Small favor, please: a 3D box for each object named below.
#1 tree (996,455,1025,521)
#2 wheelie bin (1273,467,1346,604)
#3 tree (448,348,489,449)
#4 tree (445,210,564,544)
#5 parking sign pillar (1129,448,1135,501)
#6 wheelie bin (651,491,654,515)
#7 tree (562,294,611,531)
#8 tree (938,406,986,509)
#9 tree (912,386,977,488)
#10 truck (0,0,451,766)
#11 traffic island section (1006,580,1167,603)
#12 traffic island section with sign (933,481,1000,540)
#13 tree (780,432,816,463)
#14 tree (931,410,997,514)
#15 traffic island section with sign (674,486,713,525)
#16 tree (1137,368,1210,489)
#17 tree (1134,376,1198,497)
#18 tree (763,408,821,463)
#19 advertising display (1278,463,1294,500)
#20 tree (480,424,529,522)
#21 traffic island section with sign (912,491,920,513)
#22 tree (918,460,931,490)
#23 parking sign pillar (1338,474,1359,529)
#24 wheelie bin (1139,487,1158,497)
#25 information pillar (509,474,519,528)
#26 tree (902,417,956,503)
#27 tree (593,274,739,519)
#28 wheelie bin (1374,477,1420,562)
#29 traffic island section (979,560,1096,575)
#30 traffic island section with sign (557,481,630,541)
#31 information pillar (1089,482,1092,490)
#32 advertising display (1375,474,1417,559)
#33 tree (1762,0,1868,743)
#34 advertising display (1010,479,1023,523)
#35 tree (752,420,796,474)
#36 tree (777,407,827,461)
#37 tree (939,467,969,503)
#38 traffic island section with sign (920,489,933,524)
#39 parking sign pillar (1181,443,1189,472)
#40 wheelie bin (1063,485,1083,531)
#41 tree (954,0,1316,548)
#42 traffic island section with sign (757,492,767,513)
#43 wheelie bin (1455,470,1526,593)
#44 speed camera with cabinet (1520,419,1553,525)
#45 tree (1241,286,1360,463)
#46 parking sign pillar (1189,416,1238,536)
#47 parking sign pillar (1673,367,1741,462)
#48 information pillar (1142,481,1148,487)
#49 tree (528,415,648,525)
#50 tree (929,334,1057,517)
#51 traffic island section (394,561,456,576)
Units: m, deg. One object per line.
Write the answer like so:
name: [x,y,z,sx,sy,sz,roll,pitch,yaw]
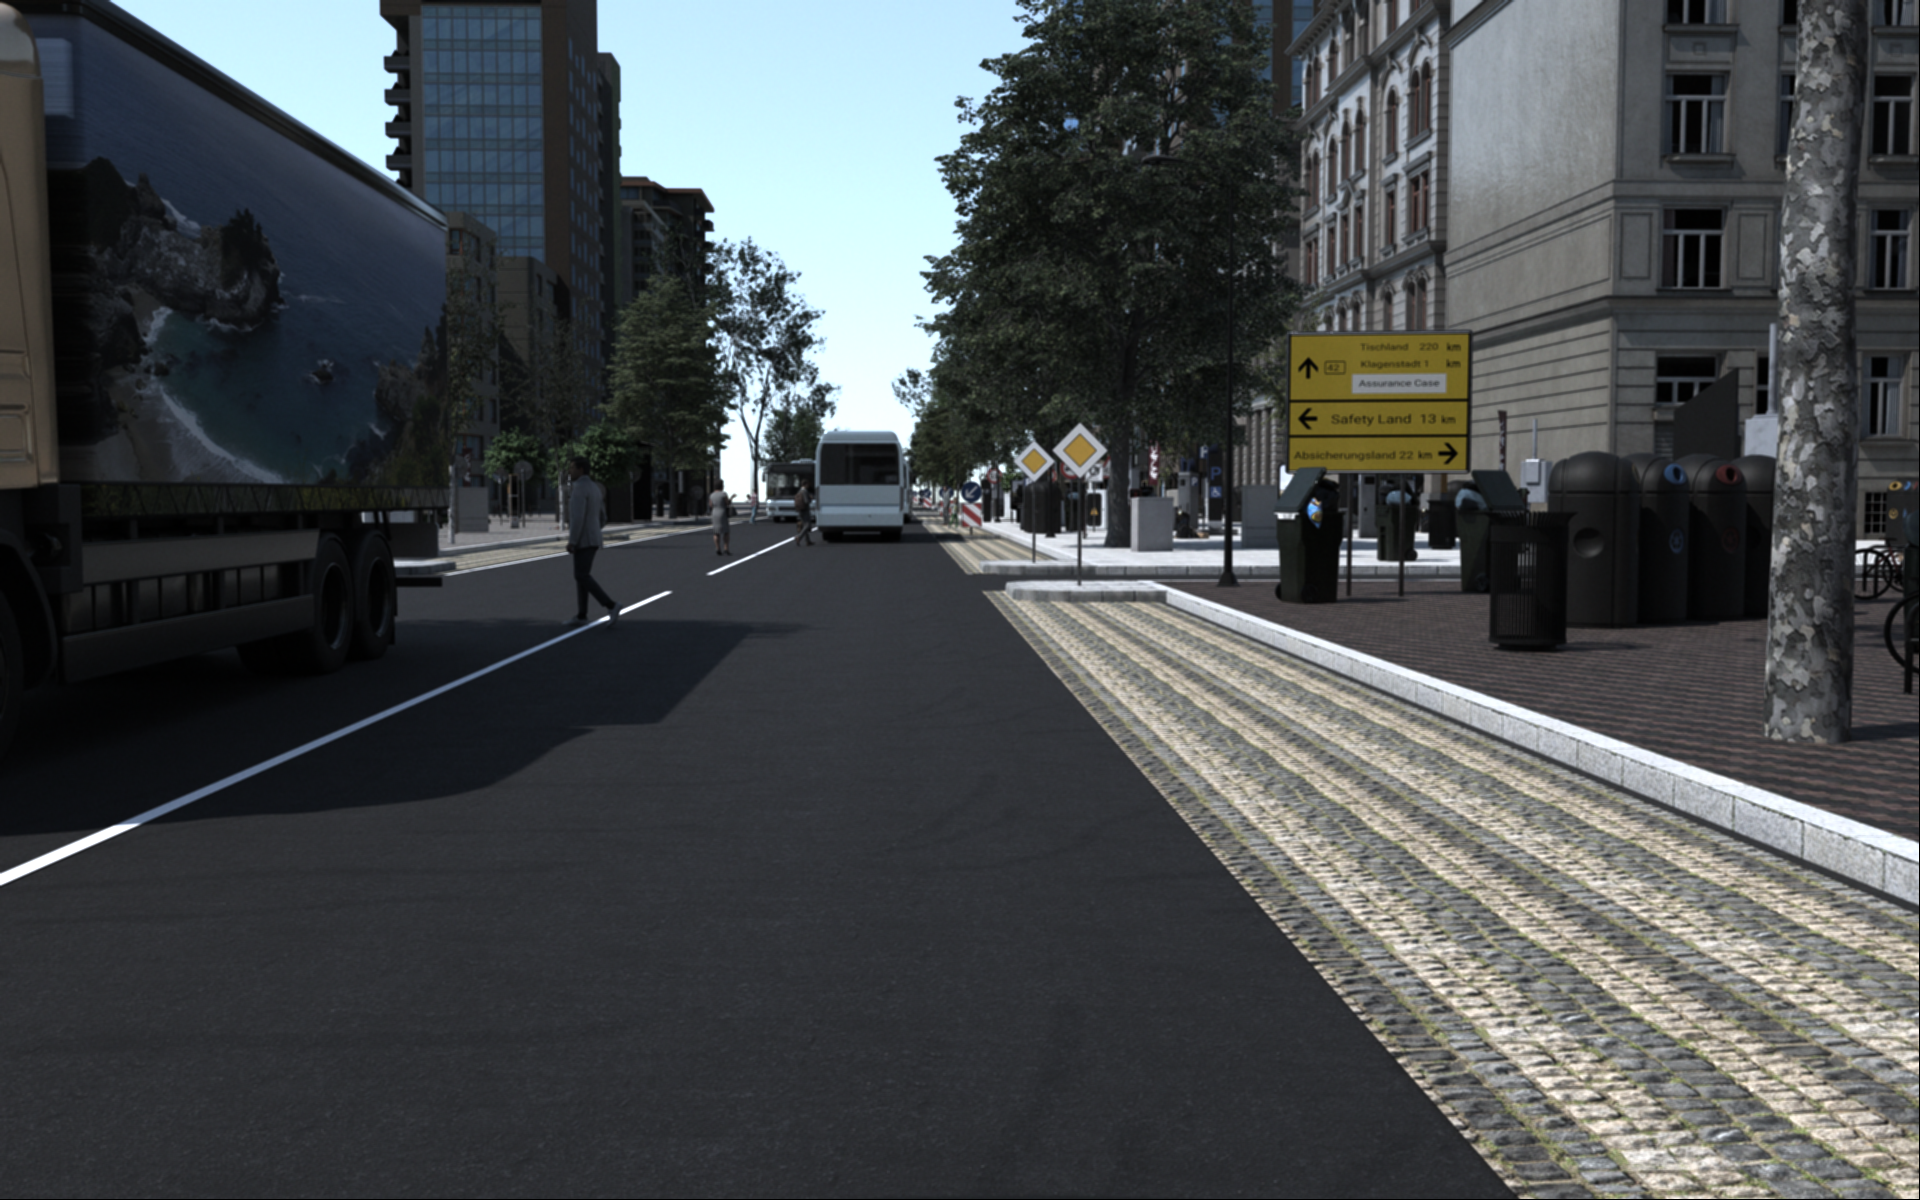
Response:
tree: [2.440,-5.385,82.653,1.663,3.219,1.824,0,3,0]
wheelie bin: [4.141,-0.772,20.524,0.693,1.594,0.980,-1,4,-18]
tree: [-25.183,-8.197,84.387,4.737,8.622,4.395,0,3,0]
tree: [-13.344,-5.760,44.541,4.360,8.622,3.978,0,3,0]
parking sign pillar: [8.954,-6.527,95.182,1.447,3.967,1.447,0,4,0]
wheelie bin: [-16.193,-4.976,89.268,0.980,1.594,0.693,-3,4,-38]
tree: [-14.020,-6.724,60.292,4.360,8.622,3.978,0,3,0]
tree: [0.057,-11.421,137.099,4.737,8.622,4.395,0,3,0]
tree: [-0.963,-15.174,166.219,7.486,12.596,7.792,0,3,0]
truck: [-6.060,-1.390,11.634,2.839,4.237,11.283,0,4,-2]
traffic island section: [1.689,-0.119,24.227,2.009,0.180,2.903,0,4,-2]
traffic island section with sign: [0.226,-2.839,55.048,1.989,1.847,2.006,0,4,-2]
tree: [-19.050,-15.358,201.471,4.360,8.622,3.978,0,3,0]
tree: [1.216,-9.762,109.971,4.360,8.622,3.978,0,3,0]
traffic island section with sign: [-12.325,-4.439,81.202,1.989,1.847,2.006,0,4,-2]
tree: [10.066,-7.843,78.599,4.737,8.622,4.395,0,3,0]
tree: [12.304,-9.284,102.161,4.360,8.622,3.978,0,3,0]
tree: [-20.122,-17.240,207.636,9.928,11.665,9.643,0,3,0]
advertising display: [6.950,-1.847,35.407,0.974,1.923,0.123,3,5,40]
tree: [-20.692,-5.952,81.033,4.285,4.588,4.351,0,3,0]
traffic island section with sign: [-2.617,-7.542,131.943,1.989,1.847,2.006,0,4,-2]
tree: [-3.040,-16.390,218.338,4.360,8.622,3.978,0,3,0]
parking sign pillar: [14.498,-4.646,64.427,1.447,3.967,1.447,2,4,31]
wheelie bin: [7.779,-3.946,72.432,0.980,1.594,0.693,0,4,5]
information pillar: [-16.682,-3.688,64.793,0.304,2.012,0.304,-2,4,-23]
tree: [-4.469,-20.335,249.485,9.611,12.733,9.660,0,3,0]
tree: [-15.312,-10.527,90.243,7.486,12.596,7.792,0,3,0]
wheelie bin: [8.341,-1.540,33.091,0.693,1.594,0.980,-1,4,-16]
traffic island section: [1.395,-0.607,32.207,2.009,0.180,2.903,0,4,-2]
traffic island section with sign: [-11.315,-2.753,53.636,1.989,1.847,2.006,0,4,-2]
information pillar: [5.894,-5.287,77.804,0.183,3.616,0.504,-1,4,-12]
advertising display: [8.610,-1.774,34.212,0.974,1.923,0.123,-2,4,-29]
tree: [5.688,-9.385,9.334,12.611,20.169,13.585,0,3,0]
advertising display: [2.679,-4.370,76.661,0.974,1.923,0.123,-2,4,-26]
tree: [-18.075,-13.292,167.694,4.737,8.622,4.395,0,3,0]
tree: [-20.095,-18.756,224.791,7.486,12.596,7.792,0,3,0]
tree: [-0.526,-11.579,173.031,4.285,4.588,4.351,0,3,0]
traffic island section with sign: [-0.767,-4.489,82.017,1.989,1.847,2.006,0,4,-2]
parking sign pillar: [11.932,-6.208,89.980,1.447,3.967,1.447,-1,4,-19]
wheelie bin: [3.969,-3.176,59.844,0.693,1.594,0.980,-1,4,-19]
tree: [3.903,-8.227,41.165,9.857,13.997,8.962,0,3,0]
traffic island section with sign: [-14.107,-7.393,129.507,1.989,1.847,2.006,0,4,-2]
wheelie bin: [6.934,-0.910,22.791,0.980,1.594,0.693,-2,4,-30]
speed camera with cabinet: [15.825,-3.129,45.493,2.038,3.252,0.660,3,4,38]
tree: [11.761,-6.738,60.527,4.737,8.622,4.395,0,3,0]
parking sign pillar: [7.980,-4.015,54.115,1.447,3.967,1.447,0,4,7]
parking sign pillar: [16.125,-2.993,37.414,1.447,3.967,1.447,3,5,42]
information pillar: [10.417,-5.677,97.304,0.304,2.012,0.304,2,4,28]
tree: [-14.598,-5.376,71.615,4.285,4.588,4.351,0,3,0]
tree: [1.856,-10.485,97.181,9.928,11.665,9.643,0,3,0]
traffic island section: [-10.489,-0.581,31.775,2.009,0.180,2.903,0,4,-2]
